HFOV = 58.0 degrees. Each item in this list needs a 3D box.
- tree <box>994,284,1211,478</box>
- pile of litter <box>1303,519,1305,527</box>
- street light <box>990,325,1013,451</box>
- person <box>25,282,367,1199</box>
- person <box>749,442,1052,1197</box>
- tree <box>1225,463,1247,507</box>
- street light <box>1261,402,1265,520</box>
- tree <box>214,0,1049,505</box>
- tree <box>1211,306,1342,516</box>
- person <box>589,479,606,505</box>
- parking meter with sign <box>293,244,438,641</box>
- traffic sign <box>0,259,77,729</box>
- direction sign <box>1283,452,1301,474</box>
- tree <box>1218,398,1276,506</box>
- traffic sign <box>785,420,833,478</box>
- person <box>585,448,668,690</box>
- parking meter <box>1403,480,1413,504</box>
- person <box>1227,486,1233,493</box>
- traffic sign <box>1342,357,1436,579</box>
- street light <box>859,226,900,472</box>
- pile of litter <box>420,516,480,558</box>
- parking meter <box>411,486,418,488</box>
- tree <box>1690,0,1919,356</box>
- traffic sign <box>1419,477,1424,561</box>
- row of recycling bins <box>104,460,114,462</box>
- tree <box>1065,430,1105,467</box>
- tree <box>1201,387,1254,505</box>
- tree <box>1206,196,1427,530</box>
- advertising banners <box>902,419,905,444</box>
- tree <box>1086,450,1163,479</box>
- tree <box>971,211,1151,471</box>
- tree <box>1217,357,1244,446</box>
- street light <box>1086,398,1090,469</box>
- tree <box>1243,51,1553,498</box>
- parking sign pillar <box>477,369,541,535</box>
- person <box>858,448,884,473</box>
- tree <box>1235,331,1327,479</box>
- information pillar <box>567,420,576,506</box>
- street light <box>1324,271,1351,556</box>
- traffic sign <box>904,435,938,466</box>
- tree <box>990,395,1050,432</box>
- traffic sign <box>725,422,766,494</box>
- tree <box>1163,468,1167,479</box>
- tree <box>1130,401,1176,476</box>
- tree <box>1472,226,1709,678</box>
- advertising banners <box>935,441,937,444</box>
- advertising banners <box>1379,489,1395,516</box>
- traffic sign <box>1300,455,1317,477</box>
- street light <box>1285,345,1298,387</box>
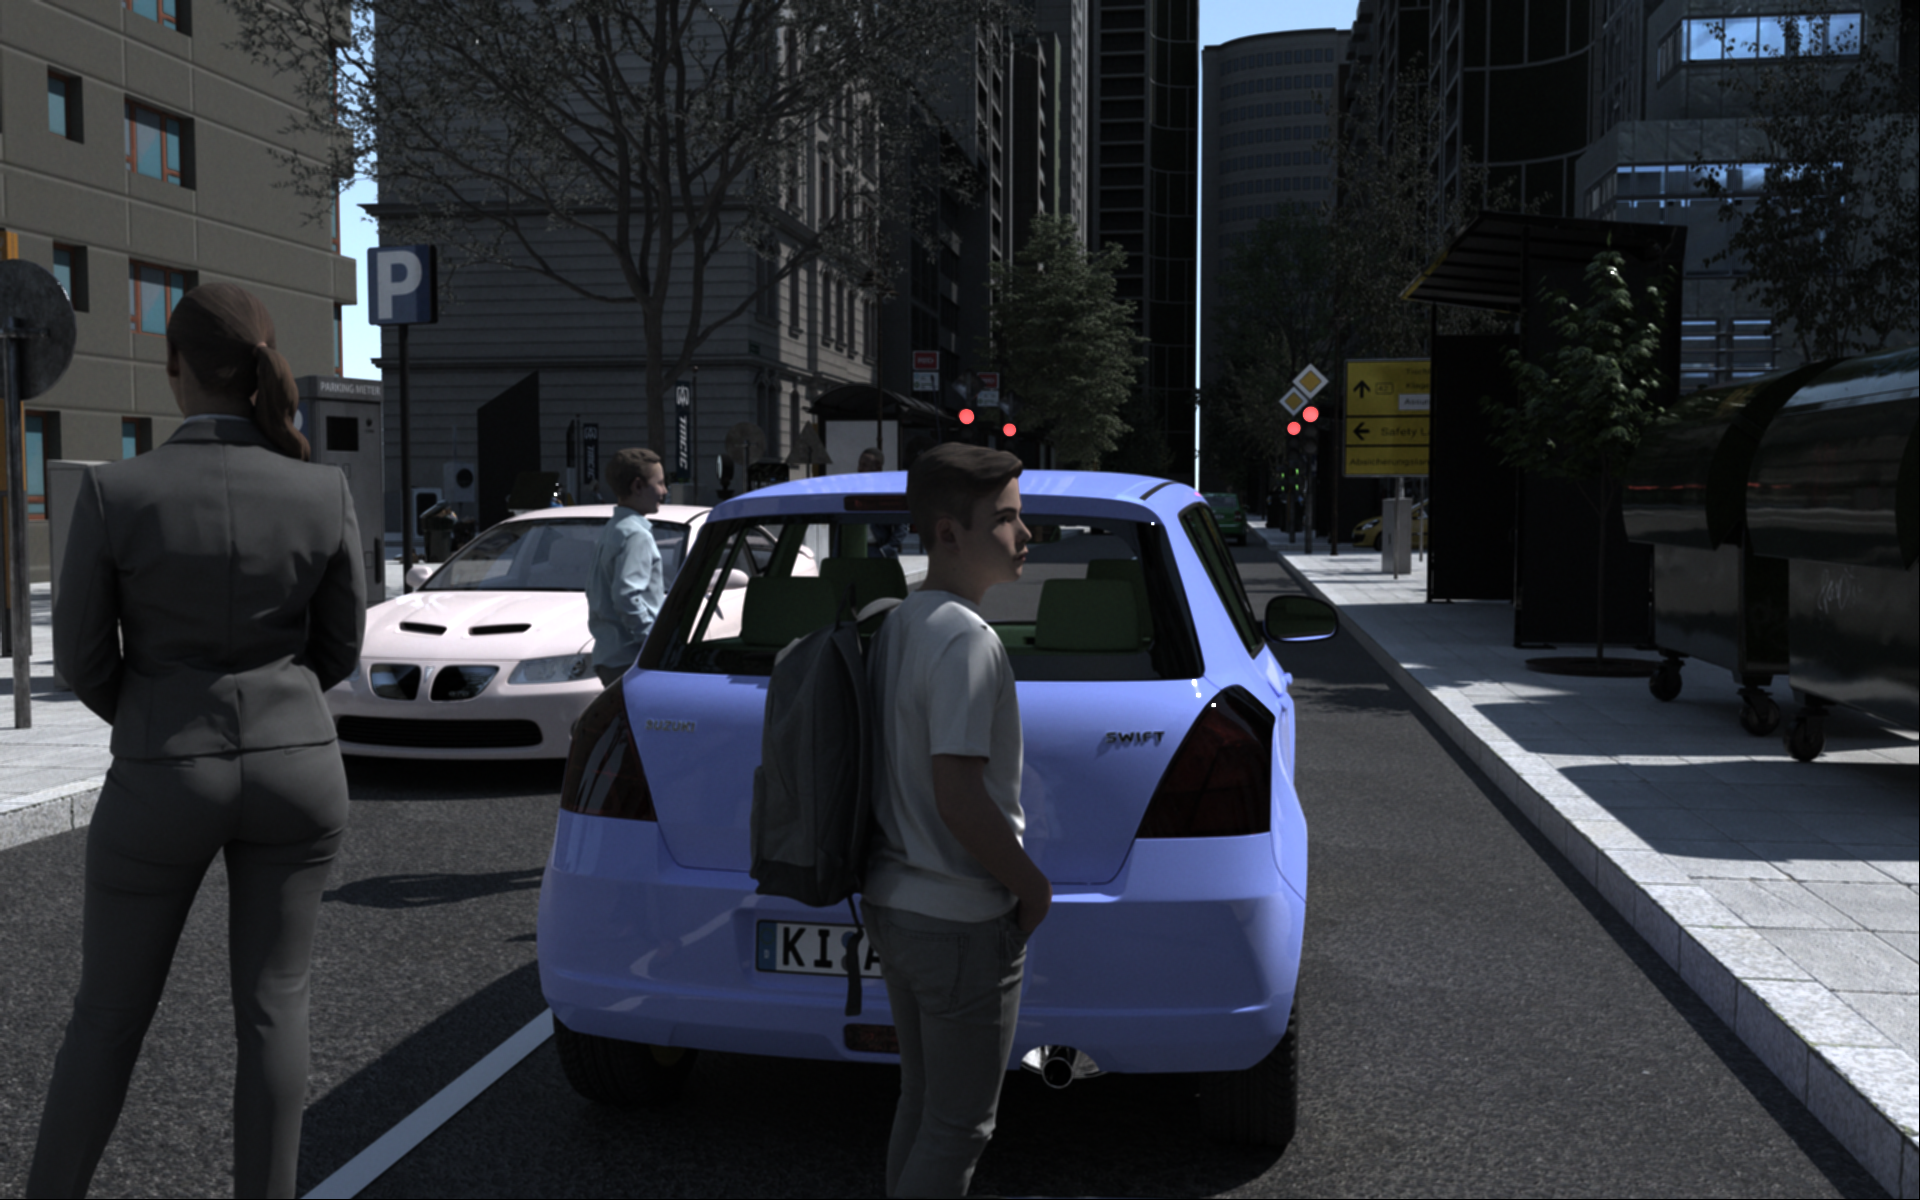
[{"bbox_3d":[6.179,-10.582,90.016,9.611,12.733,9.660,0,3,0],"label":"tree"},{"bbox_3d":[13.183,-3.254,67.168,1.719,0.858,1.176,0,4,1],"label":"pile of litter"},{"bbox_3d":[1.136,-4.565,47.422,0.468,5.910,1.993,1,4,8],"label":"street light"},{"bbox_3d":[-1.377,0.348,3.085,0.573,1.790,0.520,3,5,40],"label":"person"},{"bbox_3d":[-0.045,0.509,2.781,0.503,1.515,0.523,3,4,38],"label":"person"},{"bbox_3d":[27.757,-11.398,170.071,4.285,4.588,4.351,0,3,0],"label":"tree"},{"bbox_3d":[15.160,-6.949,86.400,0.468,5.910,1.993,1,4,8],"label":"street light"},{"bbox_3d":[-3.767,-6.806,21.652,12.009,13.543,11.850,0,3,0],"label":"tree"},{"bbox_3d":[18.164,-11.397,103.348,9.611,12.733,9.660,0,3,0],"label":"tree"},{"bbox_3d":[-8.971,-2.101,43.038,0.526,1.800,0.537,2,4,33],"label":"person"},{"bbox_3d":[-4.235,-0.932,11.500,0.543,3.016,1.738,1,4,22],"label":"parking meter with sign"},{"bbox_3d":[-5.136,-0.569,9.417,0.768,2.556,0.104,1,4,14],"label":"traffic sign"},{"bbox_3d":[16.703,-5.820,87.148,0.876,3.537,0.379,1,4,17],"label":"direction sign"},{"bbox_3d":[29.876,-15.868,177.563,7.486,12.596,7.792,0,3,0],"label":"tree"},{"bbox_3d":[-2.680,-1.872,30.605,0.884,2.594,0.081,1,4,12],"label":"traffic sign"},{"bbox_3d":[-1.226,0.233,6.505,0.330,1.601,0.589,-1,4,-15],"label":"person"},{"bbox_3d":[18.075,-3.932,70.004,0.399,1.863,0.255,0,4,-8],"label":"parking meter"},{"bbox_3d":[9.944,-3.350,63.944,0.731,1.740,0.598,3,5,41],"label":"person"},{"bbox_3d":[6.881,-1.960,25.912,2.265,3.308,0.079,1,4,12],"label":"traffic sign"},{"bbox_3d":[-1.397,-3.504,30.082,0.468,5.910,1.993,1,4,8],"label":"street light"},{"bbox_3d":[-9.905,-1.231,34.096,1.719,0.858,1.176,3,5,43],"label":"pile of litter"},{"bbox_3d":[-16.506,-2.693,52.439,0.372,1.533,0.369,0,3,0],"label":"parking meter"},{"bbox_3d":[12.272,-4.522,24.301,4.360,8.622,3.978,0,3,0],"label":"tree"},{"bbox_3d":[8.773,-1.882,32.894,0.606,2.300,0.079,1,4,13],"label":"traffic sign"},{"bbox_3d":[-10.512,-0.955,22.730,1.069,1.692,3.534,0,4,-5],"label":"row of recycling bins"},{"bbox_3d":[7.806,-10.137,116.105,4.360,8.622,3.978,0,3,0],"label":"tree"},{"bbox_3d":[31.600,-17.605,194.496,9.857,13.997,8.962,0,3,0],"label":"tree"},{"bbox_3d":[12.498,-8.310,61.631,9.928,11.665,9.643,0,3,0],"label":"tree"},{"bbox_3d":[-2.055,-2.580,38.371,2.074,3.025,0.090,2,4,34],"label":"advertising banners"},{"bbox_3d":[9.105,-7.267,102.523,4.285,4.588,4.351,0,3,0],"label":"tree"},{"bbox_3d":[3.943,-9.323,70.558,7.486,12.596,7.792,0,3,0],"label":"tree"},{"bbox_3d":[12.862,-7.390,71.195,4.360,8.622,3.978,0,3,0],"label":"tree"},{"bbox_3d":[5.935,-6.589,80.521,0.468,5.910,1.993,1,4,8],"label":"street light"},{"bbox_3d":[7.621,-4.826,29.267,4.360,8.622,3.978,0,3,0],"label":"tree"},{"bbox_3d":[-9.756,-3.000,37.515,1.447,3.967,1.447,-1,4,-11],"label":"parking sign pillar"},{"bbox_3d":[-0.769,-0.320,13.923,0.721,1.800,0.419,1,4,18],"label":"person"},{"bbox_3d":[14.681,-7.779,77.545,4.737,8.622,4.395,0,3,0],"label":"tree"},{"bbox_3d":[-12.174,-3.847,54.255,0.183,3.616,0.504,1,4,9],"label":"information pillar"},{"bbox_3d":[7.821,-3.868,36.030,0.468,5.910,1.993,1,4,8],"label":"street light"},{"bbox_3d":[-0.835,-2.278,37.355,0.768,2.556,0.104,1,4,13],"label":"traffic sign"},{"bbox_3d":[3.570,-9.136,99.738,4.360,8.622,3.978,0,3,0],"label":"tree"},{"bbox_3d":[-3.796,-1.866,30.615,0.768,2.556,0.104,1,4,12],"label":"traffic sign"},{"bbox_3d":[17.505,-10.825,160.699,4.285,4.588,4.351,0,3,0],"label":"tree"},{"bbox_3d":[12.948,-10.809,127.089,4.737,8.622,4.395,0,3,0],"label":"tree"},{"bbox_3d":[4.781,-1.099,12.572,1.663,3.219,1.824,0,3,0],"label":"tree"},{"bbox_3d":[-1.495,-3.685,56.436,2.074,3.025,0.090,-3,5,-44],"label":"advertising banners"},{"bbox_3d":[12.560,-3.374,51.354,0.090,3.025,2.074,3,5,44],"label":"advertising banners"},{"bbox_3d":[10.264,-3.102,50.824,0.768,2.556,0.104,1,4,13],"label":"traffic sign"},{"bbox_3d":[10.326,-4.951,53.735,0.468,5.910,1.993,1,4,8],"label":"street light"}]
